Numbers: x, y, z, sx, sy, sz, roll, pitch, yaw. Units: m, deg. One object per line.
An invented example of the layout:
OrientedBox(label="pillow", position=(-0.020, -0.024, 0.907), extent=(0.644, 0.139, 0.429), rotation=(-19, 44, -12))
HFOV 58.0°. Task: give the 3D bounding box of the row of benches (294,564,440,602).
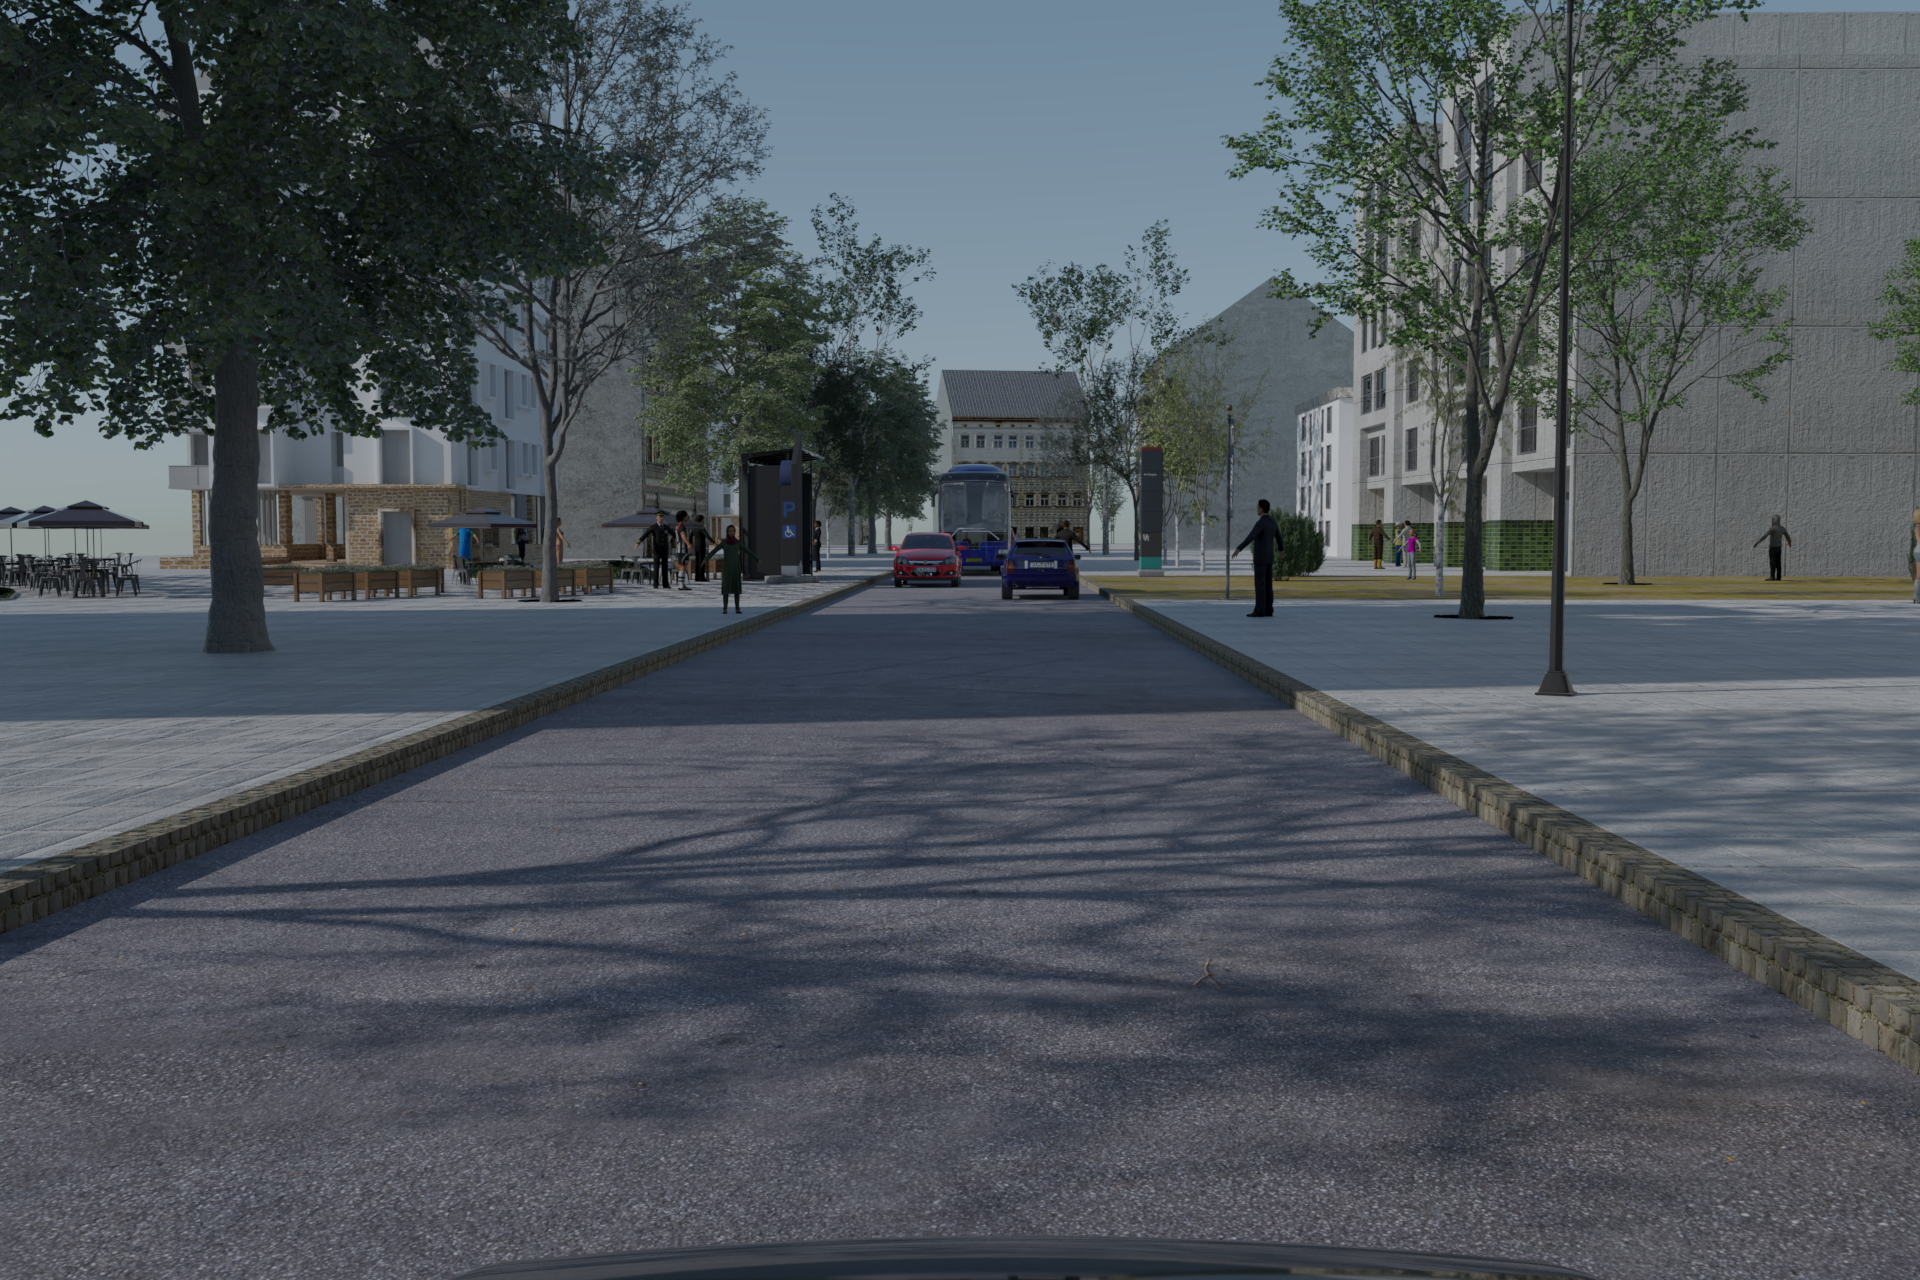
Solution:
OrientedBox(label="row of benches", position=(-11.781, -1.161, 34.451), extent=(1.422, 0.672, 4.104), rotation=(1, 4, 16))

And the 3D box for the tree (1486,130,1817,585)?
OrientedBox(label="tree", position=(17.033, -7.208, 43.606), extent=(9.928, 11.665, 9.643), rotation=(0, 3, 0))

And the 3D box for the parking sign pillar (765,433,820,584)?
OrientedBox(label="parking sign pillar", position=(-4.417, -3.487, 45.486), extent=(1.447, 3.967, 1.447), rotation=(0, 4, 1))

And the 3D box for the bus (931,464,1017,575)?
OrientedBox(label="bus", position=(0.590, -4.459, 64.444), extent=(2.896, 3.916, 12.251), rotation=(0, 4, 1))

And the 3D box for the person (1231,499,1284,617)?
OrientedBox(label="person", position=(4.673, -1.270, 26.816), extent=(0.704, 1.823, 1.345), rotation=(3, 5, 43))

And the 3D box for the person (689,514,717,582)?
OrientedBox(label="person", position=(-6.944, -2.464, 46.468), extent=(0.705, 1.806, 1.347), rotation=(-3, 5, -42))

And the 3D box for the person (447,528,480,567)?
OrientedBox(label="person", position=(-17.679, -3.404, 61.782), extent=(1.347, 1.817, 0.704), rotation=(1, 4, 17))

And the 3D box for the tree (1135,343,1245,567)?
OrientedBox(label="tree", position=(8.542, -7.118, 66.744), extent=(4.737, 8.622, 4.395), rotation=(0, 3, 0))

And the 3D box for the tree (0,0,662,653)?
OrientedBox(label="tree", position=(-7.917, -6.850, 18.652), extent=(9.857, 13.997, 8.962), rotation=(0, 3, 0))

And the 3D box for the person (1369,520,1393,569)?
OrientedBox(label="person", position=(15.333, -3.498, 63.327), extent=(0.704, 1.812, 1.346), rotation=(-2, 4, -25))

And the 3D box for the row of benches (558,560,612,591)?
OrientedBox(label="row of benches", position=(-8.758, -1.508, 40.111), extent=(1.422, 0.672, 4.104), rotation=(0, 4, 1))

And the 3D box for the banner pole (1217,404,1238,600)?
OrientedBox(label="banner pole", position=(5.196, -2.647, 33.302), extent=(0.401, 3.779, 0.863), rotation=(0, 4, 1))

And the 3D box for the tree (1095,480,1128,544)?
OrientedBox(label="tree", position=(20.183, -17.091, 229.805), extent=(4.737, 8.622, 4.395), rotation=(0, 3, 0))

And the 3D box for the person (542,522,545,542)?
OrientedBox(label="person", position=(-16.084, -3.751, 67.550), extent=(0.704, 1.802, 1.346), rotation=(0, 4, 3))

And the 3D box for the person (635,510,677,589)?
OrientedBox(label="person", position=(-7.043, -2.132, 40.799), extent=(1.347, 1.837, 0.705), rotation=(-2, 4, -30))

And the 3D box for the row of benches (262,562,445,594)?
OrientedBox(label="row of benches", position=(-13.167, -1.352, 37.564), extent=(4.104, 0.672, 1.422), rotation=(0, 4, -6))

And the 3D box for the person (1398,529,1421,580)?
OrientedBox(label="person", position=(12.651, -2.410, 48.675), extent=(0.599, 1.433, 0.991), rotation=(-2, 4, -24))

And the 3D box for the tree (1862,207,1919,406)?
OrientedBox(label="tree", position=(28.982, -7.430, 47.229), extent=(9.928, 11.665, 9.643), rotation=(0, 3, 0))

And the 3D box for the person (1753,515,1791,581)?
OrientedBox(label="person", position=(22.296, -2.525, 47.405), extent=(1.348, 1.813, 0.705), rotation=(-1, 4, -22))

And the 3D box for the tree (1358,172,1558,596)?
OrientedBox(label="tree", position=(9.680, -5.212, 35.582), extent=(4.360, 8.622, 3.978), rotation=(0, 3, 0))

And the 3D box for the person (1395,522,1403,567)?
OrientedBox(label="person", position=(17.309, -3.763, 67.987), extent=(0.721, 1.772, 1.216), rotation=(0, 4, 1))

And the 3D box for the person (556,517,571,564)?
OrientedBox(label="person", position=(-10.604, -2.401, 46.058), extent=(0.721, 1.733, 1.217), rotation=(-2, 4, -30))

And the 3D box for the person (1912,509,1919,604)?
OrientedBox(label="person", position=(17.821, -1.550, 31.952), extent=(0.721, 1.753, 1.214), rotation=(2, 4, 33))

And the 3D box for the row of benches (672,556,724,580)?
OrientedBox(label="row of benches", position=(-7.107, -2.108, 49.923), extent=(1.422, 0.672, 4.104), rotation=(1, 4, 21))

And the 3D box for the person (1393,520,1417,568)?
OrientedBox(label="person", position=(16.935, -3.640, 65.700), extent=(1.347, 1.806, 0.705), rotation=(-2, 4, -34))

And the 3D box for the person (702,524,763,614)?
OrientedBox(label="person", position=(-3.664, -1.139, 27.829), extent=(0.989, 1.438, 0.599), rotation=(-1, 4, -17))

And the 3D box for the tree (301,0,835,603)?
OrientedBox(label="tree", position=(-7.618, -7.456, 32.276), extent=(12.009, 13.543, 11.850), rotation=(0, 3, 0))

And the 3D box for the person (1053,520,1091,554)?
OrientedBox(label="person", position=(2.883, -2.324, 46.680), extent=(1.346, 1.802, 0.704), rotation=(2, 4, 26))

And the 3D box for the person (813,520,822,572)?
OrientedBox(label="person", position=(-4.862, -3.146, 58.156), extent=(0.721, 1.740, 1.216), rotation=(0, 4, -6))

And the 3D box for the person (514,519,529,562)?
OrientedBox(label="person", position=(-16.658, -3.679, 65.937), extent=(0.705, 1.856, 1.354), rotation=(-2, 4, -24))

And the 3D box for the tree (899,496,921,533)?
OrientedBox(label="tree", position=(-6.641, -17.033, 228.843), extent=(4.737, 8.622, 4.395), rotation=(0, 3, 0))

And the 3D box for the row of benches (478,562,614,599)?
OrientedBox(label="row of benches", position=(-8.597, -1.256, 35.991), extent=(1.422, 0.672, 4.104), rotation=(1, 4, 21))

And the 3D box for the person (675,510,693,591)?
OrientedBox(label="person", position=(-6.256, -2.028, 39.297), extent=(0.704, 1.843, 1.345), rotation=(-1, 4, -16))

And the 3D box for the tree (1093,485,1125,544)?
OrientedBox(label="tree", position=(19.934, -16.783, 224.771), extent=(4.360, 8.622, 3.978), rotation=(0, 3, 0))
